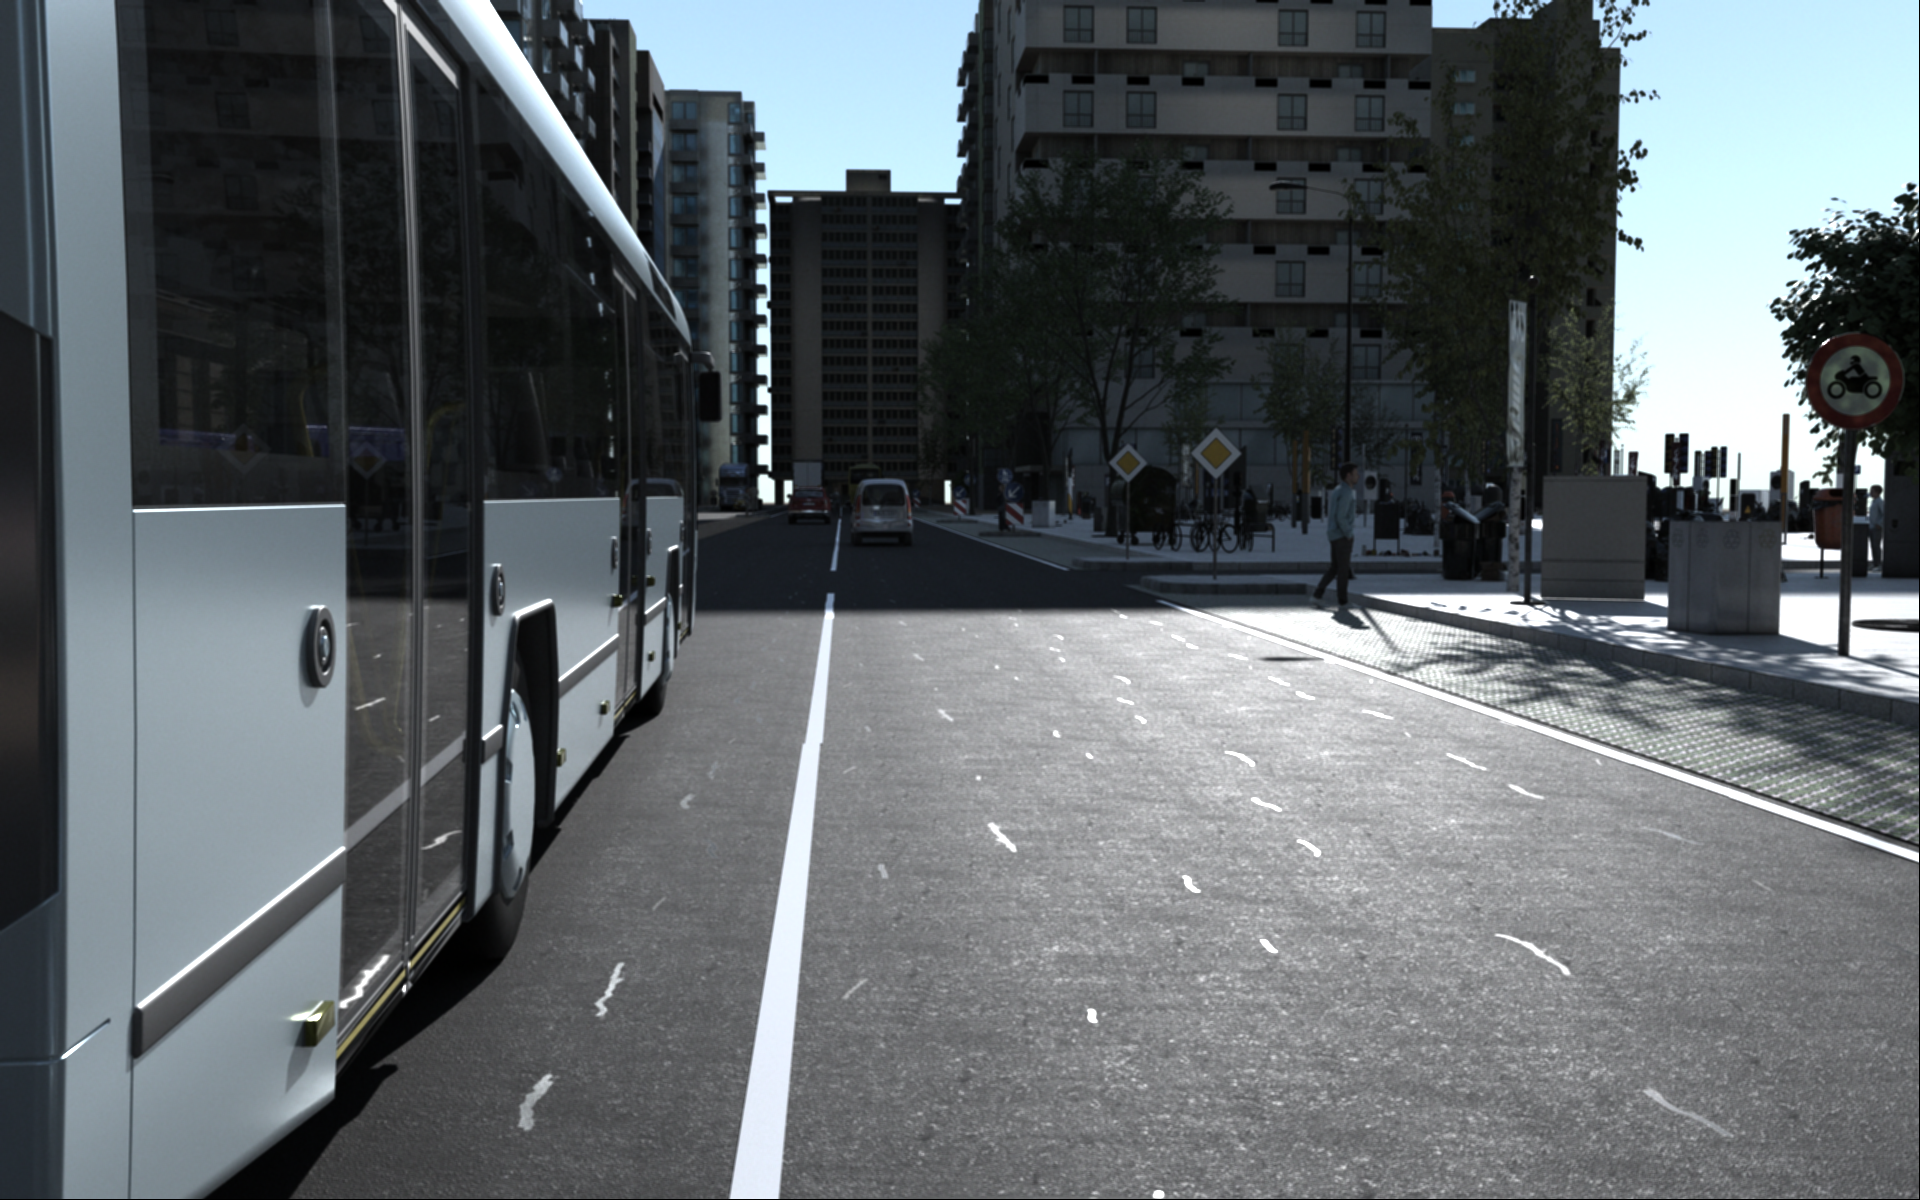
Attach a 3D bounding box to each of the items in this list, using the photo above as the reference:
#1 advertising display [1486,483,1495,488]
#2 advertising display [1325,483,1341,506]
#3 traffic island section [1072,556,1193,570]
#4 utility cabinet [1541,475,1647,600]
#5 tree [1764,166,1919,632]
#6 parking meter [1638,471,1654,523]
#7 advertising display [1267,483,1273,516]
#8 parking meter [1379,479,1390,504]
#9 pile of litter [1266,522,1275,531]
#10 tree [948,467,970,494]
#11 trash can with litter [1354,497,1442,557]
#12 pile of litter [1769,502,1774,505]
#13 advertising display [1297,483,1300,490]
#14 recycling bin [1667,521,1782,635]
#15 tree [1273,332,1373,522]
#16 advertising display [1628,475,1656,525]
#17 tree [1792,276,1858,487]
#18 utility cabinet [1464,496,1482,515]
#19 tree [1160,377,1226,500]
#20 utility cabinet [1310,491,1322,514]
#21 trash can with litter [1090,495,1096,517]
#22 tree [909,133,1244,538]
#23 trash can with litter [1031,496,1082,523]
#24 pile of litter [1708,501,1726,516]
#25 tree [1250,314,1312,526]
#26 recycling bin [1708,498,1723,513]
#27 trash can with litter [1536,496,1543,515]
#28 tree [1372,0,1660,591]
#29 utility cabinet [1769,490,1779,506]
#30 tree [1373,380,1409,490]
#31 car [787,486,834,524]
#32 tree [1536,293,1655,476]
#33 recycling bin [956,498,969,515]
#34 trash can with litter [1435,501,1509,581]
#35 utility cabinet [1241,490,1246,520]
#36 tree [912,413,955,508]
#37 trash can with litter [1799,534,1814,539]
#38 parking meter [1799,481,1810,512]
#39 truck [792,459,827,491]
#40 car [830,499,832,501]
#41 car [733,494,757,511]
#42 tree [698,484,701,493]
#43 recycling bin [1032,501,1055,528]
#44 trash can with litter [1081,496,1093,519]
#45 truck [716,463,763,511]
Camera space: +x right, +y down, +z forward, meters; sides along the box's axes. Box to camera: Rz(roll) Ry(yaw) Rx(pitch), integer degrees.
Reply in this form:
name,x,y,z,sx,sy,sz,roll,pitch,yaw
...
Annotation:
name,x,y,z,sx,sy,sz,roll,pitch,yaw
advertising display,29.720,-5.631,97.276,0.974,1.923,0.123,-3,5,-44
advertising display,22.352,-6.014,103.549,0.974,1.923,0.123,1,4,18
traffic island section,3.303,-0.714,33.961,2.009,0.180,2.903,0,4,-4
utility cabinet,7.659,-0.749,20.932,1.173,1.500,0.318,1,4,22
tree,9.434,-2.007,16.527,4.285,4.588,4.351,0,3,0
parking meter,17.270,-2.319,43.627,0.399,1.863,0.255,1,4,23
advertising display,18.293,-5.934,102.242,0.123,1.923,0.974,0,4,-4
parking meter,16.236,-3.701,66.215,0.399,1.863,0.255,-3,5,-41
pile of litter,10.592,-2.875,60.978,1.719,0.858,1.176,-3,5,-44
tree,0.191,-8.202,128.707,1.663,3.219,1.824,0,3,0
trash can with litter,9.193,-1.515,35.832,2.233,1.210,1.678,2,4,28
pile of litter,45.651,-5.057,96.643,1.176,0.858,1.719,1,4,13
advertising display,18.904,-5.611,96.957,0.123,1.923,0.974,1,4,16
recycling bin,7.099,-0.217,16.100,0.722,1.027,0.722,-1,4,-12
tree,16.176,-7.815,78.143,4.360,8.622,3.978,0,3,0
advertising display,23.375,-3.320,59.491,0.974,1.923,0.123,1,4,21
tree,28.355,-6.387,54.796,4.737,8.622,4.395,0,3,0
utility cabinet,19.394,-3.326,65.540,0.306,1.237,1.020,0,4,-6
tree,13.767,-9.350,103.239,4.737,8.622,4.395,0,3,0
utility cabinet,22.055,-6.060,107.752,0.318,1.500,1.173,-2,4,-26
trash can with litter,7.187,-5.204,96.150,1.678,1.210,2.233,-2,4,-34
tree,4.472,-7.672,51.190,9.928,11.665,9.643,0,3,0
trash can with litter,3.994,-3.972,76.007,2.233,1.210,1.678,-1,4,-8
pile of litter,44.890,-5.449,103.058,1.176,0.858,1.719,0,4,6
tree,13.592,-7.324,70.110,4.737,8.622,4.395,0,3,0
recycling bin,46.951,-5.819,107.699,0.722,1.027,0.722,3,5,41
trash can with litter,35.598,-5.706,104.349,2.233,1.210,1.678,3,4,39
tree,7.290,-4.437,22.901,4.737,8.622,4.395,0,3,0
utility cabinet,48.801,-5.861,104.502,0.318,1.500,1.173,-2,4,-29
tree,25.599,-9.639,107.957,4.360,8.622,3.978,0,3,0
car,-7.278,-4.613,84.089,2.281,1.827,5.304,0,4,-4
tree,23.206,-6.943,63.884,4.360,8.622,3.978,0,3,0
recycling bin,0.204,-5.714,105.975,0.722,1.027,0.722,-1,4,-16
trash can with litter,7.702,-0.885,25.860,1.055,1.170,0.624,2,4,34
utility cabinet,14.234,-4.663,84.926,0.318,1.500,1.173,-2,4,-26
tree,-2.609,-12.595,156.282,4.737,8.622,4.395,0,3,0
trash can with litter,24.902,-2.367,49.755,2.233,1.210,1.678,-1,4,-23
parking meter,36.530,-4.235,74.945,0.255,1.863,0.399,0,4,-7
truck,-12.622,-9.559,145.200,2.839,4.237,11.283,0,4,-3
car,-10.167,-6.846,123.735,2.131,1.459,4.920,0,4,-5
car,-17.985,-8.257,145.219,2.015,1.641,3.980,0,4,-2
tree,-27.776,-11.408,181.120,1.663,3.219,1.824,0,3,0
recycling bin,3.205,-3.292,66.377,0.722,1.027,0.722,2,4,24
trash can with litter,6.590,-4.775,89.461,0.624,1.170,1.055,0,4,0
truck,-19.800,-10.224,156.921,2.967,4.110,18.799,0,4,-2
